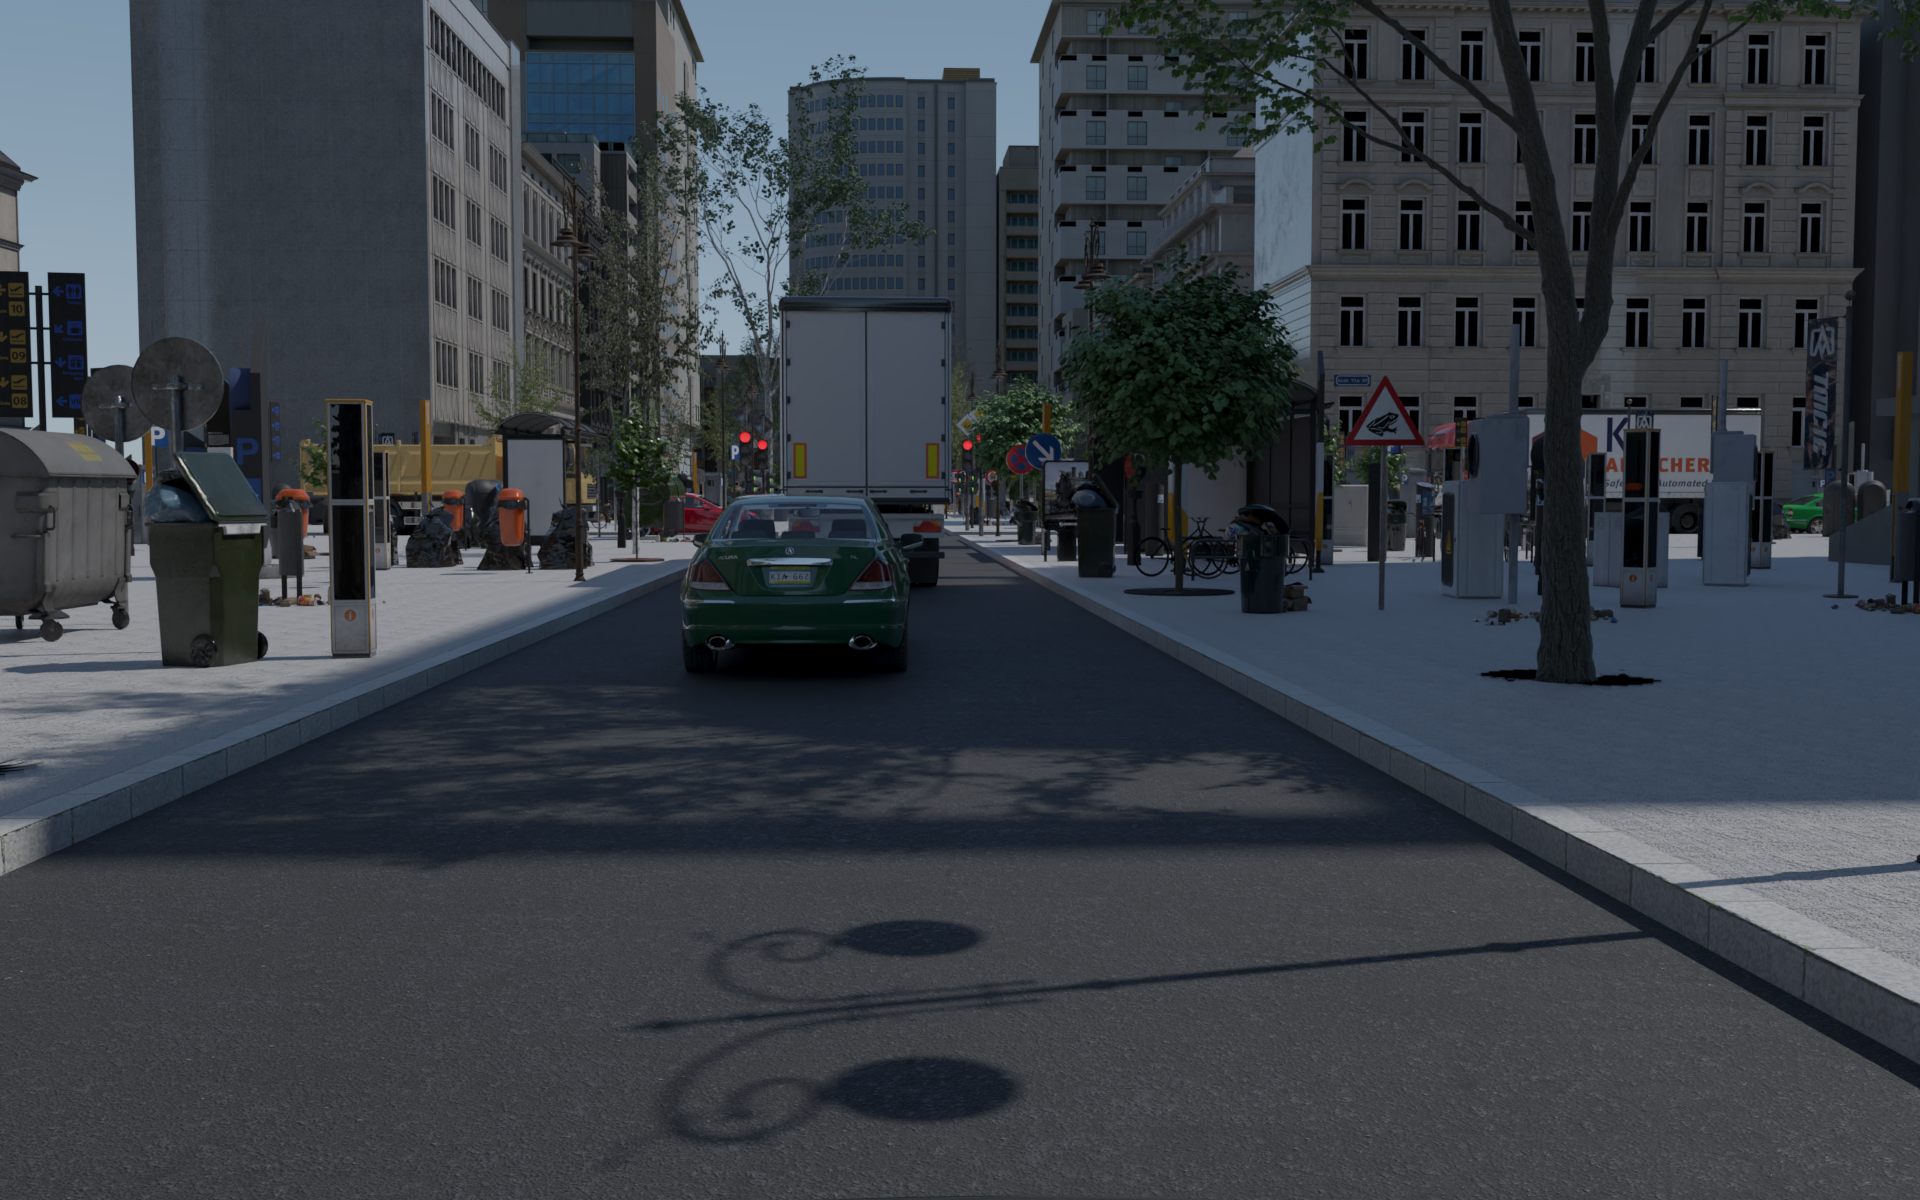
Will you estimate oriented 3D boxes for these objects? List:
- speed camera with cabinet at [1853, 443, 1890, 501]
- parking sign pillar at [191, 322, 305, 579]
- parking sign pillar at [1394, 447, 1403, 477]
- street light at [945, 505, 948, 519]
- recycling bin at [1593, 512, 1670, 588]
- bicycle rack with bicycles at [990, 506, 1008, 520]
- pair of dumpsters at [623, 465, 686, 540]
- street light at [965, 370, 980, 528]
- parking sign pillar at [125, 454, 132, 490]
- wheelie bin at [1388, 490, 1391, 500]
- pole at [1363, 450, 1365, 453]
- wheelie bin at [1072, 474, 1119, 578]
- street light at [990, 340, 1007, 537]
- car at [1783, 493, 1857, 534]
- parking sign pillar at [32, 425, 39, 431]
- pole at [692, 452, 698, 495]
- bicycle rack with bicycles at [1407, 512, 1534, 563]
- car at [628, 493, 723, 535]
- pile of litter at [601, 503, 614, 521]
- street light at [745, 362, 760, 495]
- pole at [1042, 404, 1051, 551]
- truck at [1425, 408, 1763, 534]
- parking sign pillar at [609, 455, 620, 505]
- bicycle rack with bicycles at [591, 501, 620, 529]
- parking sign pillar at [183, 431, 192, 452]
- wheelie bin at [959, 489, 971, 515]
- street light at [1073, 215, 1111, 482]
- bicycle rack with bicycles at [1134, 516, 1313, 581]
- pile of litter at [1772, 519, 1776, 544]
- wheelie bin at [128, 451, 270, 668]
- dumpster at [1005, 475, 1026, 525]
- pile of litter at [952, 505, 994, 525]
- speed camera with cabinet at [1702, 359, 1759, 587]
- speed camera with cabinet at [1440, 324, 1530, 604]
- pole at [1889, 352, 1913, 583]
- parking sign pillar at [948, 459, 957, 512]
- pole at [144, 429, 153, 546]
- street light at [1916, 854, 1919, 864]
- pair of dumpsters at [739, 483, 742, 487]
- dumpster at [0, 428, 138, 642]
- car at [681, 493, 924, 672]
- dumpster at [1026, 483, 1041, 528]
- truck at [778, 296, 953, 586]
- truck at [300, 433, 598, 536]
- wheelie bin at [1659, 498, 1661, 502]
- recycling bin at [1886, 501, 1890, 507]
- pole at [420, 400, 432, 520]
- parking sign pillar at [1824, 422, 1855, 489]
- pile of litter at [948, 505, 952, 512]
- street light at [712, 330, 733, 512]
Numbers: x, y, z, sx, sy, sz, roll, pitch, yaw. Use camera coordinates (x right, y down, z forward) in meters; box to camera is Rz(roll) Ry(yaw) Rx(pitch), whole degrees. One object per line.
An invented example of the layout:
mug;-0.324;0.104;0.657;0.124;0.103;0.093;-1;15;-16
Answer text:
speed camera with cabinet;35.950;-4.475;67.503;2.038;3.252;0.660;2;4;35
parking sign pillar;-10.862;-2.328;26.540;1.447;3.967;1.447;-1;4;-17
parking sign pillar;17.070;-4.936;69.178;1.447;3.967;1.447;-2;4;-32
street light;-0.699;-7.084;88.610;0.468;5.910;1.993;0;4;-3
recycling bin;9.270;-0.696;23.932;0.722;1.027;0.722;-1;4;-19
bicycle rack with bicycles;2.716;-4.384;85.062;2.852;0.926;2.925;1;4;16
pair of dumpsters;-8.993;-2.940;50.557;1.574;2.255;4.437;0;4;-3
street light;0.454;-5.627;64.787;0.468;5.910;1.993;0;4;-3
parking sign pillar;-56.192;-7.810;116.166;1.447;3.967;1.447;2;4;27
wheelie bin;12.786;-2.765;53.121;0.980;1.594;0.693;3;5;44
pole;14.270;-4.107;60.990;0.158;3.312;0.155;0;3;0
wheelie bin;2.094;-1.153;26.756;0.693;1.594;0.980;1;4;9
street light;1.147;-4.857;52.196;0.468;5.910;1.993;0;4;-3
car;29.390;-2.977;57.473;4.718;1.807;1.959;0;4;-1
parking sign pillar;-35.450;-4.721;65.661;1.447;3.967;1.447;2;4;26
pole;-12.928;-5.540;84.420;0.158;3.312;0.155;0;3;0
bicycle rack with bicycles;9.878;-1.215;33.251;2.852;0.926;2.925;1;4;16
car;-8.564;-2.819;55.133;4.494;1.783;2.155;0;4;-3
pile of litter;-17.272;-4.260;83.623;1.176;0.858;1.719;-1;4;-10
street light;-7.291;-5.387;60.864;0.468;5.910;1.993;0;4;-3
pole;1.960;-2.781;39.318;0.158;3.312;0.155;0;3;0
truck;20.634;-4.214;57.819;11.283;4.237;2.839;0;4;-2
parking sign pillar;-19.767;-6.835;100.219;1.447;3.967;1.447;-3;5;-44
bicycle rack with bicycles;-11.910;-3.125;64.481;2.925;0.926;2.852;1;4;13
parking sign pillar;-31.487;-5.103;71.913;1.447;3.967;1.447;-2;4;-30
wheelie bin;0.382;-5.939;105.018;0.980;1.594;0.693;-1;4;-17
street light;2.200;-3.441;29.048;0.468;5.910;1.993;0;4;-3
bicycle rack with bicycles;4.143;-0.813;26.676;2.925;0.926;2.852;0;4;0
pile of litter;20.576;-1.892;44.901;1.176;0.858;1.719;3;4;36
wheelie bin;-5.699;-0.314;13.048;0.693;1.594;0.980;1;4;13
dumpster;2.746;-4.336;73.379;1.502;2.255;1.985;0;4;-3
pile of litter;0.731;-3.629;73.302;1.176;0.858;1.719;-2;4;-32
speed camera with cabinet;11.079;-1.866;24.846;0.660;3.252;2.038;2;4;27
speed camera with cabinet;6.334;-1.630;20.983;0.660;3.252;2.038;0;4;4
pole;13.568;-1.903;24.963;0.158;3.312;0.155;0;3;0
parking sign pillar;-0.930;-8.506;127.550;1.447;3.967;1.447;-2;4;-24
pole;-20.162;-3.011;43.068;0.158;3.312;0.155;0;3;0
street light;3.418;-2.021;5.825;0.468;5.910;1.993;0;4;-3
pair of dumpsters;-14.195;-6.834;114.233;1.574;2.255;4.437;0;4;-3
dumpster;-8.433;-0.605;15.652;1.264;1.857;1.865;0;4;-3
car;-1.373;-0.220;15.401;2.131;1.459;4.920;0;4;-2
dumpster;3.418;-3.839;65.258;1.502;2.255;1.985;0;4;-3
truck;-1.741;-2.527;30.235;2.839;4.237;11.283;0;4;-4
truck;-15.846;-3.652;55.640;9.791;3.379;3.469;0;4;-1
wheelie bin;19.880;-2.598;50.391;0.980;1.594;0.693;-3;4;-39
recycling bin;34.175;-3.125;63.645;0.722;1.027;0.722;-1;4;-15
pole;-11.613;-2.682;37.686;0.158;3.312;0.155;0;3;0
parking sign pillar;32.607;-4.635;64.255;1.447;3.967;1.447;-3;4;-37
pile of litter;-0.869;-6.641;122.545;1.719;0.858;1.176;0;4;-6
street light;-6.690;-4.660;48.978;0.468;5.910;1.993;0;4;-3
